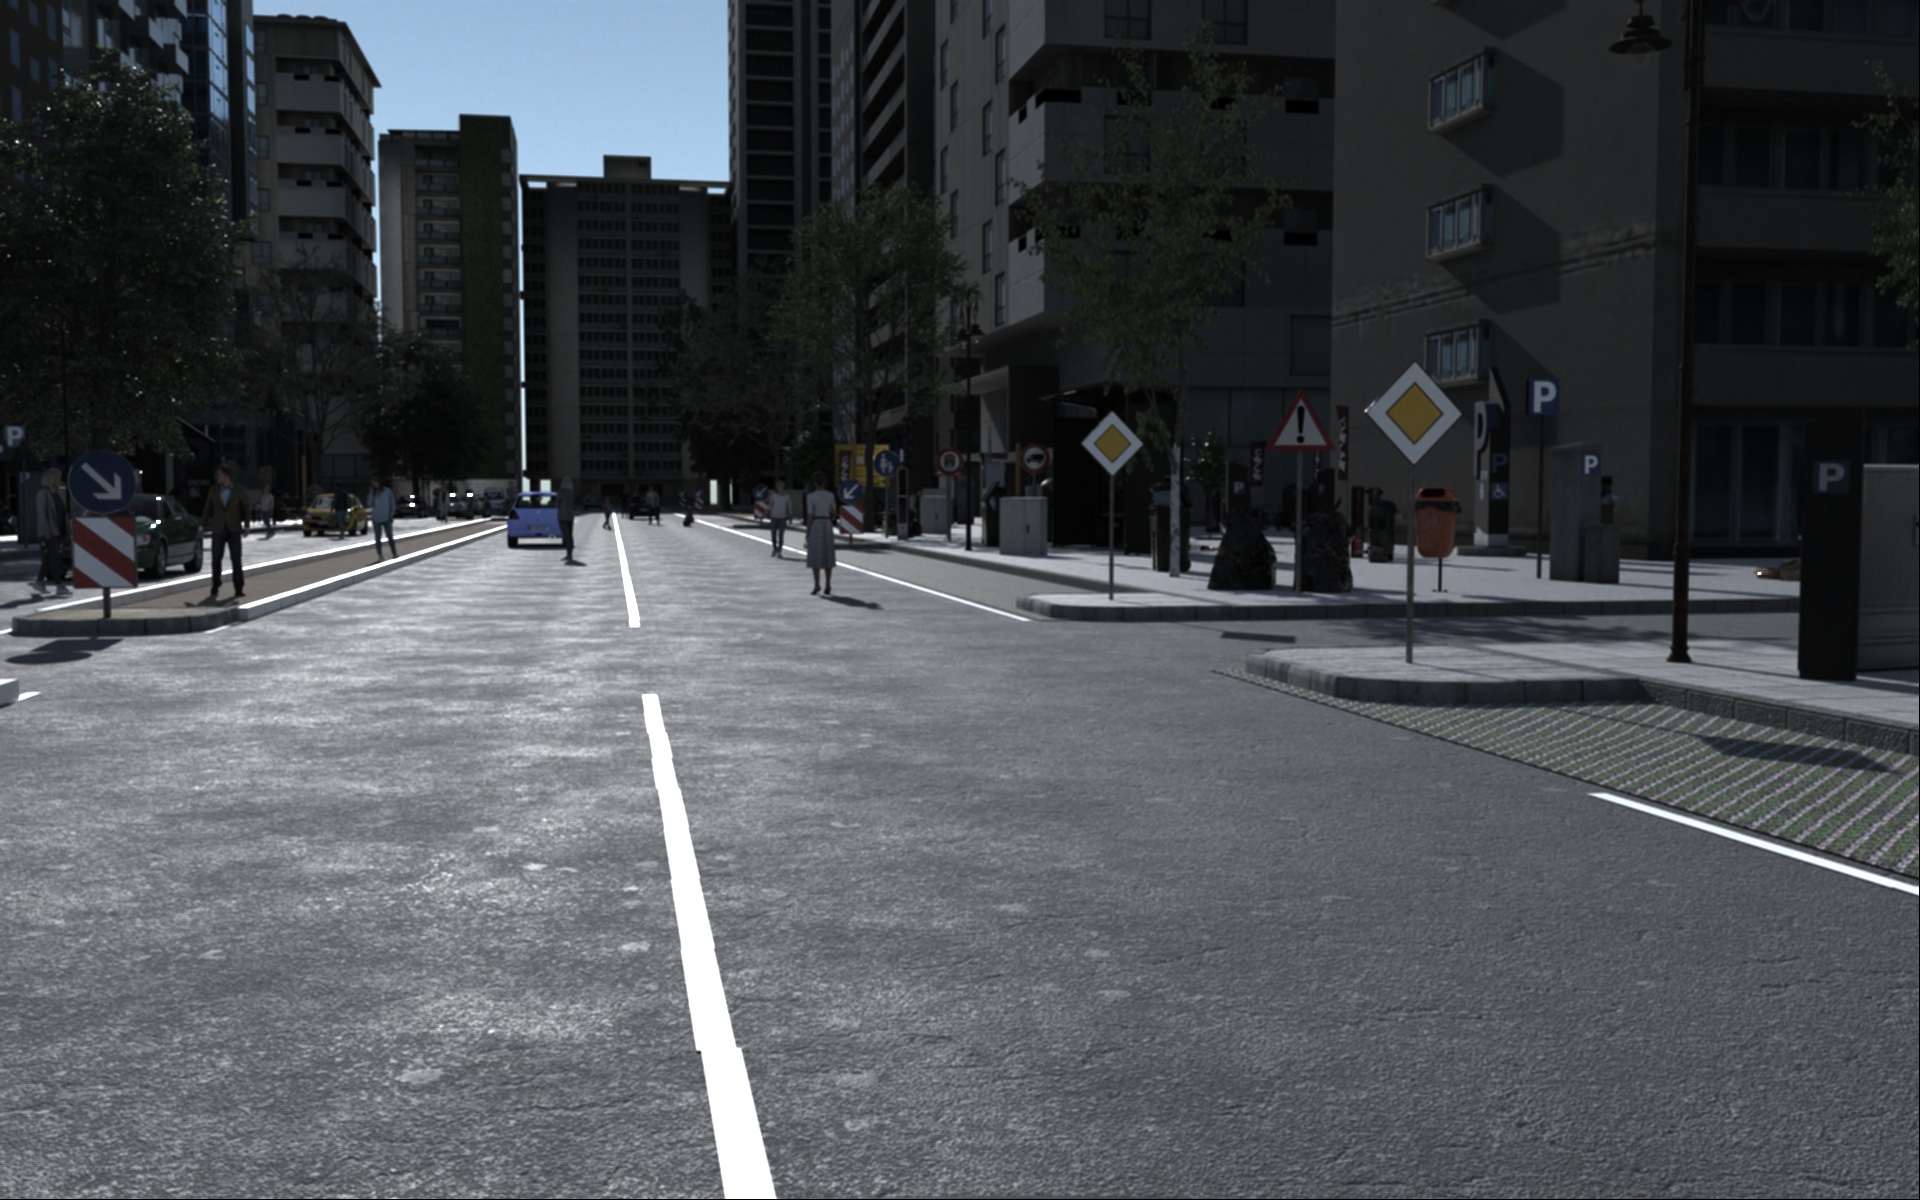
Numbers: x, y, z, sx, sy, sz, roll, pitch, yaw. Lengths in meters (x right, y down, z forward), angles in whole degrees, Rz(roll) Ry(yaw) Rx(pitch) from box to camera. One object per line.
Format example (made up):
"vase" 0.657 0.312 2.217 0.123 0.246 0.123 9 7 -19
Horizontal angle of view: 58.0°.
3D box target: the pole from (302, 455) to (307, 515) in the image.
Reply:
"pole" -34.264 -5.914 90.529 0.158 3.312 0.155 0 3 0

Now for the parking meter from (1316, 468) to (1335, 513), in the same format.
"parking meter" 8.329 -2.068 39.519 0.255 1.863 0.399 -2 4 -28

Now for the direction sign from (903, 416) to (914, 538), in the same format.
"direction sign" -1.524 -3.587 50.643 0.379 3.537 0.876 -1 4 -18

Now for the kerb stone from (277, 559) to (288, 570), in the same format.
"kerb stone" -12.905 -0.643 32.717 0.120 0.150 1.000 -1 4 -11

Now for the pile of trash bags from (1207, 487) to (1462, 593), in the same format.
"pile of trash bags" 4.979 -0.825 23.243 3.447 1.369 1.912 2 4 30

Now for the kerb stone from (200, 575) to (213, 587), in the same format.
"kerb stone" -11.695 -0.274 26.673 0.120 0.150 1.000 -1 4 -11

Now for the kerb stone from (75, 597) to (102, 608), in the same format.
"kerb stone" -10.466 0.095 20.646 0.120 0.150 1.000 -1 4 -11

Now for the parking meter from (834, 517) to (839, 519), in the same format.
"parking meter" -6.191 -4.840 87.550 0.372 1.533 0.369 0 3 0

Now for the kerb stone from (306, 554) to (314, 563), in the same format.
"kerb stone" -13.520 -0.828 35.731 0.120 0.150 1.000 -1 4 -11

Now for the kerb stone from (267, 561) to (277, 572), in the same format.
"kerb stone" -12.706 -0.582 31.712 0.120 0.150 1.000 -1 4 -11

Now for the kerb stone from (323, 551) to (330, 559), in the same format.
"kerb stone" -13.922 -0.943 37.736 0.120 0.150 1.000 -1 4 -11

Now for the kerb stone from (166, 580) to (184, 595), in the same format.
"kerb stone" -11.279 -0.151 24.668 0.120 0.150 1.000 -1 4 -11

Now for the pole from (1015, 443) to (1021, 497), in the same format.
"pole" 2.324 -4.606 69.157 0.158 3.312 0.155 0 3 0

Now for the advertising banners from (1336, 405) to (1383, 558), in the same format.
"advertising banners" 8.060 -2.373 34.994 0.090 3.025 2.074 3 5 39

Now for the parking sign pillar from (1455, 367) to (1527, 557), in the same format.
"parking sign pillar" 11.101 -2.914 36.121 1.447 3.967 1.447 0 4 4

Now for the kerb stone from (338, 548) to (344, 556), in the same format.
"kerb stone" -14.329 -1.073 39.743 0.120 0.150 1.000 -1 4 -11

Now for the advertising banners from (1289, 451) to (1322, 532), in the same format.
"advertising banners" 11.463 -3.744 57.398 0.090 3.025 2.074 -1 4 -17

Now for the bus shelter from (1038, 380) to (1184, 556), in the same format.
"bus shelter" 3.331 -2.922 39.051 1.731 3.624 6.357 -1 4 -11

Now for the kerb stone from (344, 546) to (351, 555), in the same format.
"kerb stone" -14.532 -1.133 40.751 0.120 0.150 1.000 -1 4 -11

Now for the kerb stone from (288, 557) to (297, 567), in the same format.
"kerb stone" -13.114 -0.705 33.720 0.120 0.150 1.000 -1 4 -11

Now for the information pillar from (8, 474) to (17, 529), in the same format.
"information pillar" -35.218 -3.671 64.509 0.304 2.012 0.304 -1 4 -11

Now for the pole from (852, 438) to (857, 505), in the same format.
"pole" -3.831 -4.221 62.862 0.158 3.312 0.155 0 3 0

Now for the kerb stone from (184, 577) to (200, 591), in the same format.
"kerb stone" -11.488 -0.212 25.672 0.120 0.150 1.000 -1 4 -11

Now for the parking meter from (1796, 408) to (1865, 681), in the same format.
"parking meter" 6.011 -0.384 11.992 0.399 1.863 0.255 2 4 31

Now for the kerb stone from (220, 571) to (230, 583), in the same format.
"kerb stone" -11.889 -0.329 27.680 0.120 0.150 1.000 -1 4 -11

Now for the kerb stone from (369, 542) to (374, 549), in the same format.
"kerb stone" -15.344 -1.374 44.777 0.120 0.150 1.000 -1 4 -11

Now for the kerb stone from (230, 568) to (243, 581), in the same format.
"kerb stone" -12.088 -0.396 28.690 0.120 0.150 1.000 -1 4 -11

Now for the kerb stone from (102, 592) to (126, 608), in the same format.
"kerb stone" -10.666 0.033 21.649 0.120 0.150 1.000 -1 4 -11

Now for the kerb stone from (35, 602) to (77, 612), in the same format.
"kerb stone" -10.264 0.159 19.642 0.120 0.150 1.000 -1 4 -11

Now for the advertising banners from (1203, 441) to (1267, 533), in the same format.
"advertising banners" 9.161 -3.760 57.665 2.074 3.025 0.090 0 4 1

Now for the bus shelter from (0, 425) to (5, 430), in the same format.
"bus shelter" -22.624 -2.657 37.371 2.014 3.302 5.546 -1 4 -11

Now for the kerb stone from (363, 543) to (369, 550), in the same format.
"kerb stone" -15.143 -1.320 43.774 0.120 0.150 1.000 -1 4 -11

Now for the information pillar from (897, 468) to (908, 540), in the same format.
"information pillar" -1.618 -2.704 48.706 0.304 2.012 0.304 0 4 -5

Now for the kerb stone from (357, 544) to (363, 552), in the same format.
"kerb stone" -14.935 -1.259 42.773 0.120 0.150 1.000 -1 4 -11

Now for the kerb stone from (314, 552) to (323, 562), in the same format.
"kerb stone" -13.718 -0.889 36.734 0.120 0.150 1.000 -1 4 -11

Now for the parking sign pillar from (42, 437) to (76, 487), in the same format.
"parking sign pillar" -35.652 -4.907 68.704 1.447 3.967 1.447 2 4 34

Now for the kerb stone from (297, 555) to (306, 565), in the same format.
"kerb stone" -13.312 -0.767 34.730 0.120 0.150 1.000 -1 4 -11

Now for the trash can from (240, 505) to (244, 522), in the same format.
"trash can" -33.007 -4.127 79.128 0.748 1.137 0.748 0 3 0

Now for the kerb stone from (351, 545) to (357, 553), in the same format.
"kerb stone" -14.735 -1.193 41.767 0.120 0.150 1.000 -1 4 -11

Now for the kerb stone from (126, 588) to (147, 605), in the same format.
"kerb stone" -10.869 -0.028 22.651 0.120 0.150 1.000 -1 4 -11

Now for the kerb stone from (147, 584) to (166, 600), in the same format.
"kerb stone" -11.073 -0.090 23.662 0.120 0.150 1.000 -1 4 -11

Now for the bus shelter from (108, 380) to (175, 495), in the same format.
"bus shelter" -29.196 -5.181 62.335 2.179 5.291 8.768 -1 4 -11

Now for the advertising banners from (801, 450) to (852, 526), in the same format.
"advertising banners" -5.333 -4.468 69.235 2.074 3.025 0.090 0 4 4

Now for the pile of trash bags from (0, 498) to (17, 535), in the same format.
"pile of trash bags" -30.963 -2.711 54.081 3.447 1.369 1.912 3 5 40

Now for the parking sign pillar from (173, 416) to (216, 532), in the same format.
"parking sign pillar" -26.303 -4.347 59.542 1.447 3.967 1.447 -1 4 -13

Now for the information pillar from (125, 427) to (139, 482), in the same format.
"information pillar" -27.329 -4.023 57.137 0.504 3.616 0.183 1 4 17

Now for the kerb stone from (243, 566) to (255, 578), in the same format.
"kerb stone" -12.294 -0.458 29.691 0.120 0.150 1.000 -1 4 -11

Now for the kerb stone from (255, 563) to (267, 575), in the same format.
"kerb stone" -12.495 -0.521 30.707 0.120 0.150 1.000 -1 4 -11

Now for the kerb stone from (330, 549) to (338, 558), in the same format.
"kerb stone" -14.118 -1.007 38.740 0.120 0.150 1.000 -1 4 -11

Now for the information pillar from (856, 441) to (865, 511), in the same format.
"information pillar" -4.239 -4.958 72.416 0.504 3.616 0.183 -1 4 -19

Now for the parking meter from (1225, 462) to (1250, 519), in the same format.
"parking meter" 5.005 -1.561 31.234 0.399 1.863 0.255 0 4 -5

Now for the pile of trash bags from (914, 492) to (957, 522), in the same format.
"pile of trash bags" -1.237 -4.281 79.744 1.912 1.369 3.447 -2 4 -24
